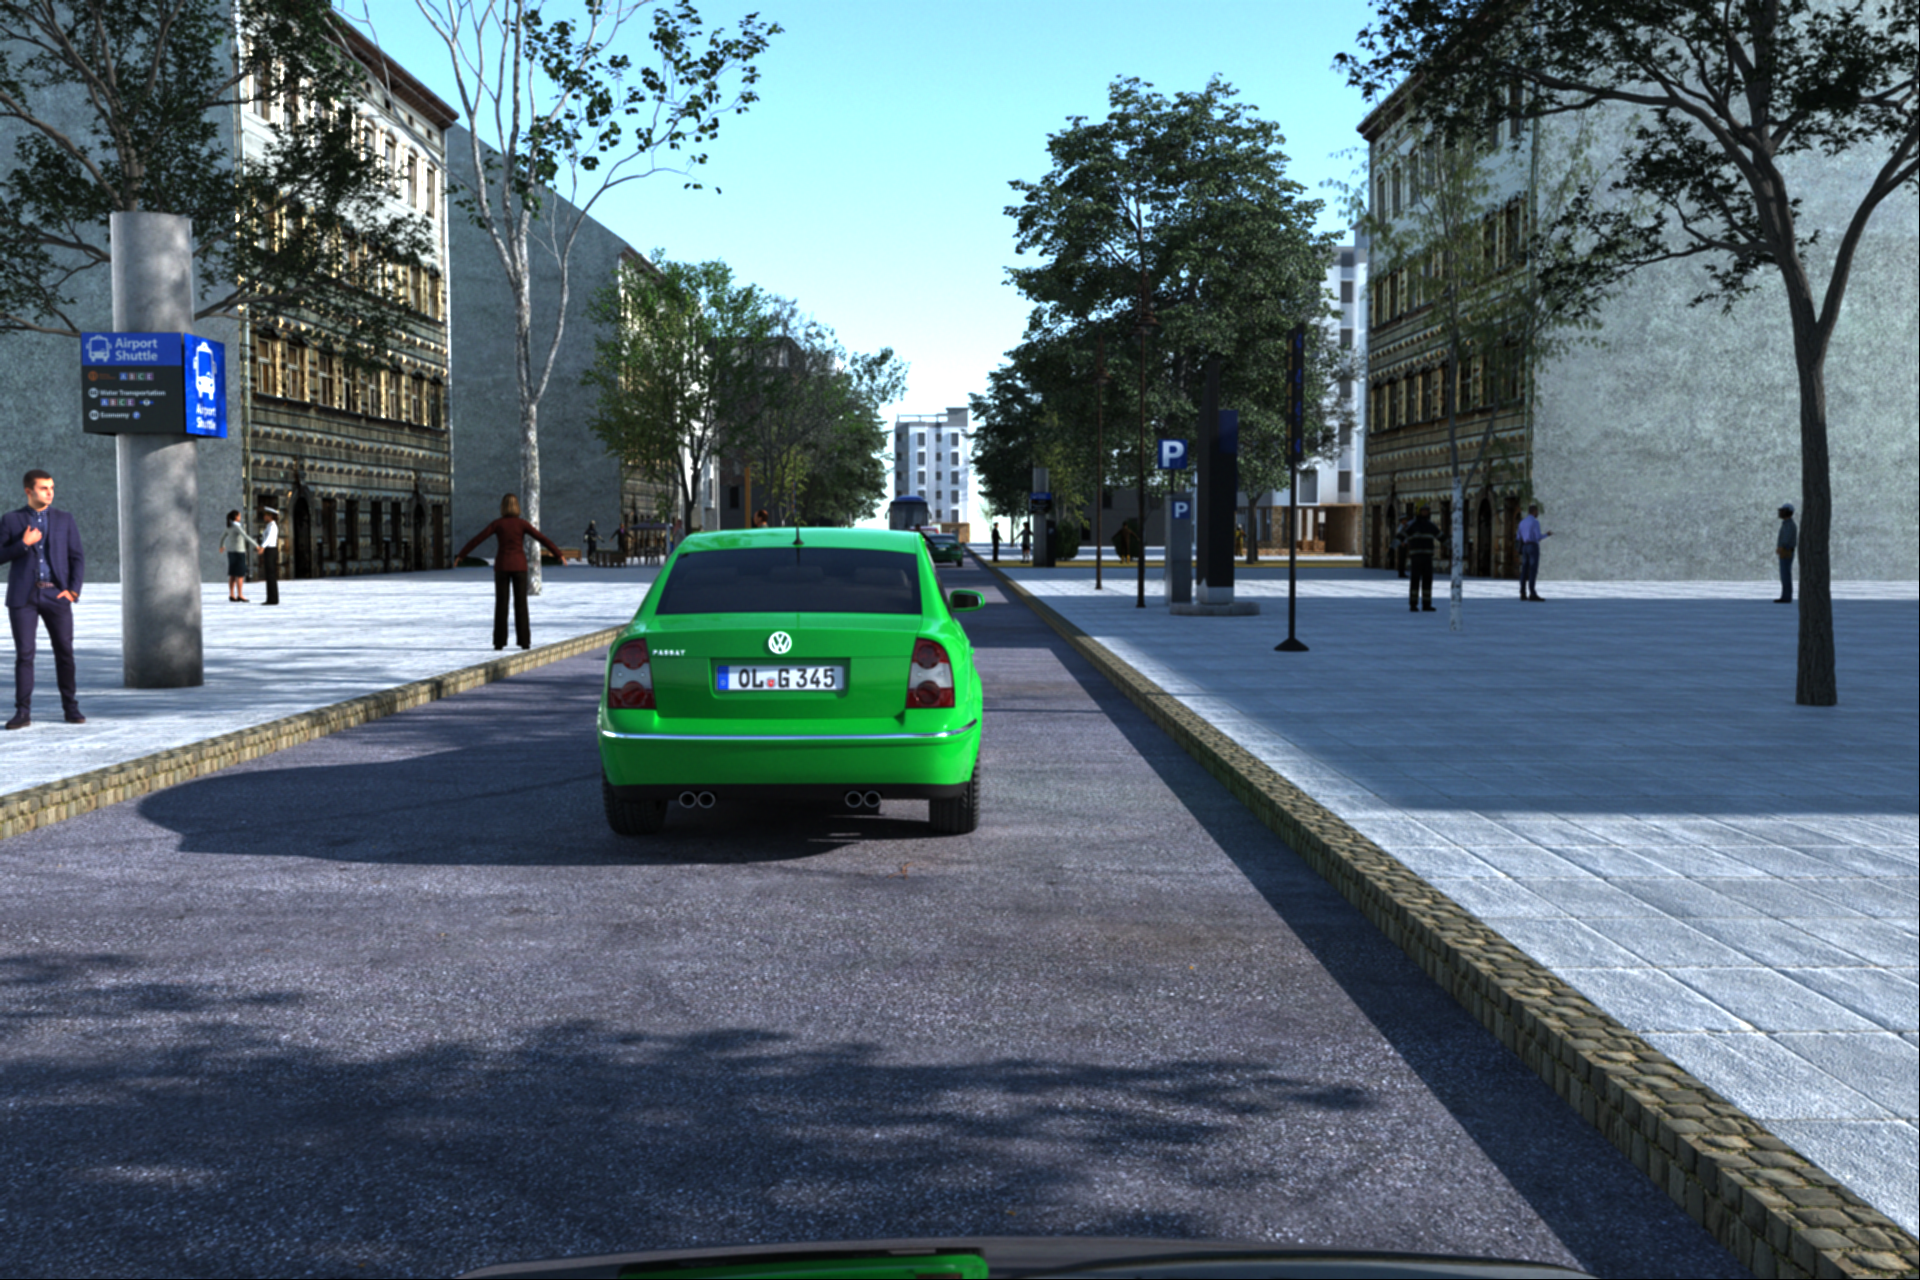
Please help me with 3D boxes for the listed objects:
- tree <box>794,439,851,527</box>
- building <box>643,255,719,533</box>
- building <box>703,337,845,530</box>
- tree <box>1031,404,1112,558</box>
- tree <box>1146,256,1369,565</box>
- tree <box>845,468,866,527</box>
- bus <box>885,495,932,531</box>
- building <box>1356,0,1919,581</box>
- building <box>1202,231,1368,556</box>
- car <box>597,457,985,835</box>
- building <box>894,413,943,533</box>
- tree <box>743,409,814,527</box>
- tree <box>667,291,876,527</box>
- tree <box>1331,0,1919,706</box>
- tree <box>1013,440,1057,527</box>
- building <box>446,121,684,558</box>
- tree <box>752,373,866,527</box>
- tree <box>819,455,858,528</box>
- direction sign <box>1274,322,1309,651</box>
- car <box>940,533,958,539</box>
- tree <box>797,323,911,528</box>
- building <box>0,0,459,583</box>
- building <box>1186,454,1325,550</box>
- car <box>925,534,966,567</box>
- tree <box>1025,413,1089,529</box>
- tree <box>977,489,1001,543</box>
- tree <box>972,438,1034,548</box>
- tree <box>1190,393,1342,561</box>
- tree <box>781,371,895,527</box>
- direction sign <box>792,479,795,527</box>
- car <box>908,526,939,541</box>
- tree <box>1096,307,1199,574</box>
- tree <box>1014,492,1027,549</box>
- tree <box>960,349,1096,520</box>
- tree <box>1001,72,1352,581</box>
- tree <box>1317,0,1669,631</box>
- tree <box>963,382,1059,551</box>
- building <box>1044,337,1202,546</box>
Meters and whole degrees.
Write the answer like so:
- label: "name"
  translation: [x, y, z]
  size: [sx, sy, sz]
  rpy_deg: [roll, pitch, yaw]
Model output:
- label: "tree"
  translation: [-9.978, -10.339, 119.408]
  size: [4.360, 8.622, 3.978]
  rpy_deg: [0, 3, 0]
- label: "building"
  translation: [-28.187, -15.822, 125.149]
  size: [16.747, 18.905, 31.486]
  rpy_deg: [0, 4, 1]
- label: "building"
  translation: [-28.015, -21.503, 195.550]
  size: [27.936, 21.610, 32.646]
  rpy_deg: [0, 3, 0]
- label: "tree"
  translation: [5.742, -8.623, 91.347]
  size: [4.737, 8.622, 4.395]
  rpy_deg: [0, 3, 0]
- label: "tree"
  translation: [12.313, -9.898, 72.204]
  size: [12.009, 13.543, 11.850]
  rpy_deg: [0, 3, 0]
- label: "tree"
  translation: [-18.703, -21.635, 260.383]
  size: [9.857, 13.997, 8.962]
  rpy_deg: [0, 3, 0]
- label: "bus"
  translation: [-3.231, -7.503, 114.215]
  size: [2.896, 3.916, 12.251]
  rpy_deg: [0, 3, 0]
- label: "building"
  translation: [24.580, -13.749, 55.719]
  size: [19.493, 23.208, 18.063]
  rpy_deg: [0, 4, -1]
- label: "building"
  translation: [21.284, -15.799, 114.737]
  size: [16.016, 20.090, 11.380]
  rpy_deg: [0, 3, 0]
- label: "car"
  translation: [-0.819, -0.052, 9.642]
  size: [1.959, 1.807, 4.718]
  rpy_deg: [0, 4, -1]
- label: "building"
  translation: [-9.700, -24.690, 262.562]
  size: [11.380, 20.090, 16.016]
  rpy_deg: [0, 4, 8]
- label: "tree"
  translation: [-10.022, -8.977, 97.135]
  size: [4.737, 8.622, 4.395]
  rpy_deg: [0, 3, 0]
- label: "tree"
  translation: [-9.396, -10.797, 86.907]
  size: [12.009, 13.543, 11.850]
  rpy_deg: [0, 3, 0]
- label: "tree"
  translation: [6.668, -4.806, 12.993]
  size: [8.767, 10.594, 7.601]
  rpy_deg: [2, 4, 35]
- label: "tree"
  translation: [5.880, -10.672, 124.851]
  size: [4.360, 8.622, 3.978]
  rpy_deg: [0, 3, 0]
- label: "building"
  translation: [-26.947, -16.418, 99.357]
  size: [19.493, 23.208, 18.063]
  rpy_deg: [0, 4, 0]
- label: "tree"
  translation: [-9.704, -11.186, 108.645]
  size: [9.928, 11.665, 9.643]
  rpy_deg: [0, 3, 0]
- label: "tree"
  translation: [-9.640, -11.838, 143.905]
  size: [4.360, 8.622, 3.978]
  rpy_deg: [0, 3, 0]
- label: "direction sign"
  translation: [3.658, -1.651, 18.998]
  size: [0.379, 3.537, 0.876]
  rpy_deg: [0, 4, 0]
- label: "car"
  translation: [-1.206, -7.704, 134.998]
  size: [2.155, 1.783, 4.494]
  rpy_deg: [0, 4, -2]
- label: "tree"
  translation: [-11.567, -18.458, 157.683]
  size: [12.611, 20.169, 13.585]
  rpy_deg: [0, 3, 0]
- label: "building"
  translation: [-27.799, -13.622, 53.646]
  size: [19.493, 23.208, 18.063]
  rpy_deg: [0, 4, 0]
- label: "building"
  translation: [23.554, -11.670, 132.947]
  size: [9.099, 9.664, 28.070]
  rpy_deg: [0, 3, 0]
- label: "car"
  translation: [-0.789, -3.972, 76.733]
  size: [2.131, 1.459, 4.920]
  rpy_deg: [0, 4, 0]
- label: "tree"
  translation: [5.497, -9.187, 100.572]
  size: [4.360, 8.622, 3.978]
  rpy_deg: [0, 3, 0]
- label: "tree"
  translation: [4.983, -19.061, 262.003]
  size: [4.360, 8.622, 3.978]
  rpy_deg: [0, 3, 0]
- label: "tree"
  translation: [5.165, -14.670, 165.612]
  size: [9.928, 11.665, 9.643]
  rpy_deg: [0, 3, 0]
- label: "tree"
  translation: [14.480, -9.145, 83.928]
  size: [8.767, 10.594, 7.601]
  rpy_deg: [2, 4, 24]
- label: "tree"
  translation: [-9.651, -13.902, 133.960]
  size: [9.857, 13.997, 8.962]
  rpy_deg: [0, 3, 0]
- label: "direction sign"
  translation: [-6.832, -4.837, 71.082]
  size: [0.379, 3.537, 0.876]
  rpy_deg: [0, 4, 2]
- label: "car"
  translation: [-1.861, -4.771, 86.685]
  size: [2.281, 1.827, 5.304]
  rpy_deg: [0, 4, -2]
- label: "tree"
  translation: [5.852, -6.466, 56.087]
  size: [4.360, 8.622, 3.978]
  rpy_deg: [0, 3, 0]
- label: "tree"
  translation: [4.836, -12.223, 150.204]
  size: [4.360, 8.622, 3.978]
  rpy_deg: [0, 3, 0]
- label: "tree"
  translation: [5.127, -12.731, 114.813]
  size: [9.857, 13.997, 8.962]
  rpy_deg: [0, 3, 0]
- label: "tree"
  translation: [5.814, -8.590, 47.097]
  size: [9.857, 13.997, 8.962]
  rpy_deg: [0, 3, 0]
- label: "tree"
  translation: [6.395, -4.432, 22.832]
  size: [4.360, 8.622, 3.978]
  rpy_deg: [0, 3, 0]
- label: "tree"
  translation: [5.401, -13.730, 134.860]
  size: [12.009, 13.543, 11.850]
  rpy_deg: [0, 3, 0]
- label: "building"
  translation: [23.178, -21.543, 196.205]
  size: [27.936, 21.610, 32.646]
  rpy_deg: [0, 4, 0]
